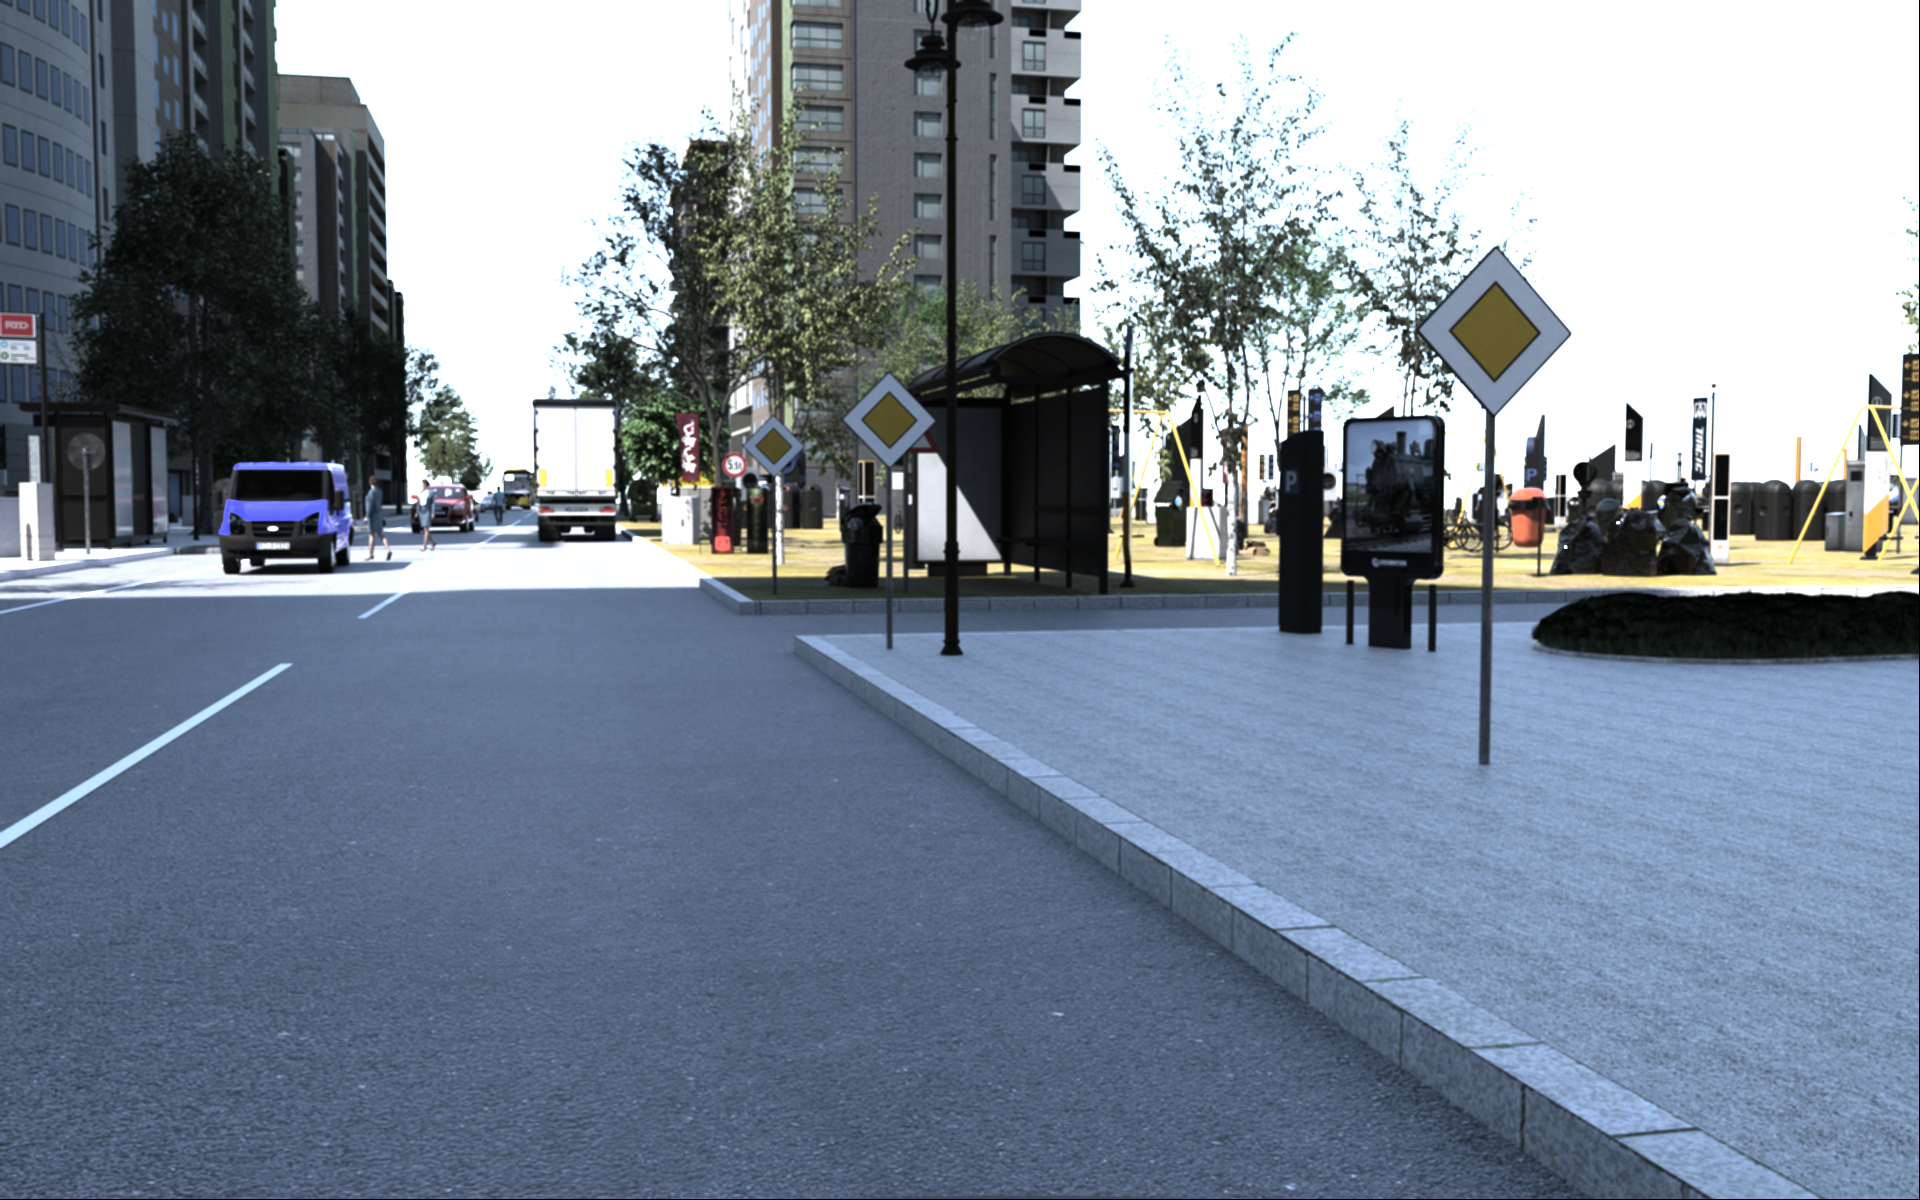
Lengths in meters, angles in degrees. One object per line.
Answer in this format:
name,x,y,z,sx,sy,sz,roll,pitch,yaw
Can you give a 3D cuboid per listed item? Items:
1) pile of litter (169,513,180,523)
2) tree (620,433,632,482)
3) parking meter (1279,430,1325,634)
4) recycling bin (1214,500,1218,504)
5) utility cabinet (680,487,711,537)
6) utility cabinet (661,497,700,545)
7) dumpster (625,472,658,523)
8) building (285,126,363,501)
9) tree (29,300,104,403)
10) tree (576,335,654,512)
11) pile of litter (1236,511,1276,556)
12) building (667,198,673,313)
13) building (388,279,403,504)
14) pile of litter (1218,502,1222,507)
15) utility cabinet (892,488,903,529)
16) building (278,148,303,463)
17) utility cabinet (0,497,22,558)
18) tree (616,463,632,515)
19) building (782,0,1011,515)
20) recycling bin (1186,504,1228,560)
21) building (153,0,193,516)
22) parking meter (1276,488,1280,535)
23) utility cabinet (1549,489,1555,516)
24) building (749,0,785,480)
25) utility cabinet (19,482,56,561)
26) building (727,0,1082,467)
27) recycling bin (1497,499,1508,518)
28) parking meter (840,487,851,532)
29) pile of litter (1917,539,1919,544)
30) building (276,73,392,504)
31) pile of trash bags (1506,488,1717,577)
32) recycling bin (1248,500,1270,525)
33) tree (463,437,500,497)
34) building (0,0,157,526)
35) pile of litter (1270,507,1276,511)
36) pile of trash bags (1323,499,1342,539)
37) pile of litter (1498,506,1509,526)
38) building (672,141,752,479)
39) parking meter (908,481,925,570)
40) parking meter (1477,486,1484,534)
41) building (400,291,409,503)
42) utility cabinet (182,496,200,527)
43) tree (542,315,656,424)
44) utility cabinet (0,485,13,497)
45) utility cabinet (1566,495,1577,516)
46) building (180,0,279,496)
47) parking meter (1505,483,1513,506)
pile of litter,-35.729,-3.879,77.383,1.719,0.858,1.176,-3,5,-41
tree,-42.950,-17.557,204.071,9.611,12.733,9.660,0,3,0
parking meter,3.157,-0.632,16.043,0.255,1.863,0.399,-2,4,-26
recycling bin,11.054,-3.954,77.204,0.722,1.027,0.722,-1,4,-12
utility cabinet,-7.588,-2.575,50.773,1.173,1.500,0.318,-1,4,-13
utility cabinet,-7.132,-2.019,44.165,1.020,1.237,0.306,2,4,30
dumpster,-14.337,-4.640,78.356,1.502,2.255,1.985,-1,4,-13
building,-72.938,-30.776,186.779,14.154,41.232,14.086,-1,4,-13
tree,-31.496,-6.901,63.190,4.360,8.622,3.978,0,3,0
tree,-24.559,-12.592,124.009,7.486,12.596,7.792,0,3,0
pile of litter,6.049,-1.379,36.512,1.176,0.858,1.719,3,5,44
building,-29.197,-35.881,241.272,22.147,44.769,28.867,-1,4,-13
building,-80.106,-27.543,222.021,14.160,30.474,14.107,-1,4,-13
pile of litter,14.273,-5.070,96.860,1.719,0.858,1.176,3,5,41
utility cabinet,-2.095,-3.302,62.667,1.173,1.500,0.318,-3,5,-42
building,-60.724,-22.349,137.100,14.160,30.474,14.107,-1,4,-13
utility cabinet,-19.305,-1.435,34.624,0.306,1.237,1.020,2,4,34
tree,-20.751,-6.795,105.707,1.663,3.219,1.824,0,3,0
building,-4.932,-26.374,114.811,14.154,41.232,14.086,-1,4,-13
recycling bin,4.906,-1.308,33.946,0.722,1.027,0.722,2,4,32
building,-51.393,-27.198,94.794,14.600,45.320,14.200,-1,4,-13
parking meter,10.001,-2.772,53.734,0.372,1.533,0.369,0,3,0
utility cabinet,27.878,-4.432,81.150,0.318,1.500,1.173,0,4,7
building,-7.870,-29.259,128.496,14.600,45.320,14.200,-1,4,-13
utility cabinet,-17.724,-1.505,33.285,0.318,1.500,1.173,-3,5,-42
building,-5.394,-34.325,150.456,28.713,52.752,27.495,-1,4,-13
recycling bin,27.190,-4.577,87.384,0.722,1.027,0.722,2,4,28
parking meter,-3.901,-3.082,58.794,0.372,1.533,0.369,0,3,0
pile of litter,24.925,-1.829,43.876,1.176,0.858,1.719,2,4,24
building,-79.294,-35.454,203.373,21.300,48.544,21.600,-1,4,-13
pile of trash bags,10.177,-1.088,27.543,3.447,1.369,1.912,-1,4,-22
recycling bin,12.659,-3.721,73.389,0.722,1.027,0.722,2,4,30
tree,-61.204,-16.388,218.307,4.360,8.622,3.978,0,3,0
building,-46.550,-32.197,68.427,21.231,58.520,28.212,-1,4,-13
pile of litter,10.491,-2.586,56.248,1.176,0.858,1.719,3,5,42
pile of trash bags,11.806,-2.399,48.973,1.912,1.369,3.447,-1,4,-20
pile of litter,22.157,-3.371,69.080,1.719,0.858,1.176,-1,4,-16
building,-22.761,-34.163,213.183,22.147,44.769,28.867,-1,4,-13
parking meter,-0.783,-1.295,29.579,0.372,1.533,0.369,0,3,0
parking meter,18.140,-3.161,60.092,0.372,1.533,0.369,0,3,0
building,-83.269,-28.382,235.744,14.160,30.474,14.107,-1,4,-13
utility cabinet,-30.290,-3.518,68.678,1.020,1.237,0.306,-2,4,-23
tree,-35.910,-19.817,179.897,12.611,20.169,13.585,0,3,0
utility cabinet,-22.668,-1.950,40.564,0.318,1.500,1.173,0,4,3
utility cabinet,33.978,-5.249,96.988,1.020,1.237,0.306,0,4,5
building,-56.673,-26.877,123.026,14.154,41.232,14.086,-1,4,-13
parking meter,28.525,-5.154,89.978,0.255,1.863,0.399,3,5,43
